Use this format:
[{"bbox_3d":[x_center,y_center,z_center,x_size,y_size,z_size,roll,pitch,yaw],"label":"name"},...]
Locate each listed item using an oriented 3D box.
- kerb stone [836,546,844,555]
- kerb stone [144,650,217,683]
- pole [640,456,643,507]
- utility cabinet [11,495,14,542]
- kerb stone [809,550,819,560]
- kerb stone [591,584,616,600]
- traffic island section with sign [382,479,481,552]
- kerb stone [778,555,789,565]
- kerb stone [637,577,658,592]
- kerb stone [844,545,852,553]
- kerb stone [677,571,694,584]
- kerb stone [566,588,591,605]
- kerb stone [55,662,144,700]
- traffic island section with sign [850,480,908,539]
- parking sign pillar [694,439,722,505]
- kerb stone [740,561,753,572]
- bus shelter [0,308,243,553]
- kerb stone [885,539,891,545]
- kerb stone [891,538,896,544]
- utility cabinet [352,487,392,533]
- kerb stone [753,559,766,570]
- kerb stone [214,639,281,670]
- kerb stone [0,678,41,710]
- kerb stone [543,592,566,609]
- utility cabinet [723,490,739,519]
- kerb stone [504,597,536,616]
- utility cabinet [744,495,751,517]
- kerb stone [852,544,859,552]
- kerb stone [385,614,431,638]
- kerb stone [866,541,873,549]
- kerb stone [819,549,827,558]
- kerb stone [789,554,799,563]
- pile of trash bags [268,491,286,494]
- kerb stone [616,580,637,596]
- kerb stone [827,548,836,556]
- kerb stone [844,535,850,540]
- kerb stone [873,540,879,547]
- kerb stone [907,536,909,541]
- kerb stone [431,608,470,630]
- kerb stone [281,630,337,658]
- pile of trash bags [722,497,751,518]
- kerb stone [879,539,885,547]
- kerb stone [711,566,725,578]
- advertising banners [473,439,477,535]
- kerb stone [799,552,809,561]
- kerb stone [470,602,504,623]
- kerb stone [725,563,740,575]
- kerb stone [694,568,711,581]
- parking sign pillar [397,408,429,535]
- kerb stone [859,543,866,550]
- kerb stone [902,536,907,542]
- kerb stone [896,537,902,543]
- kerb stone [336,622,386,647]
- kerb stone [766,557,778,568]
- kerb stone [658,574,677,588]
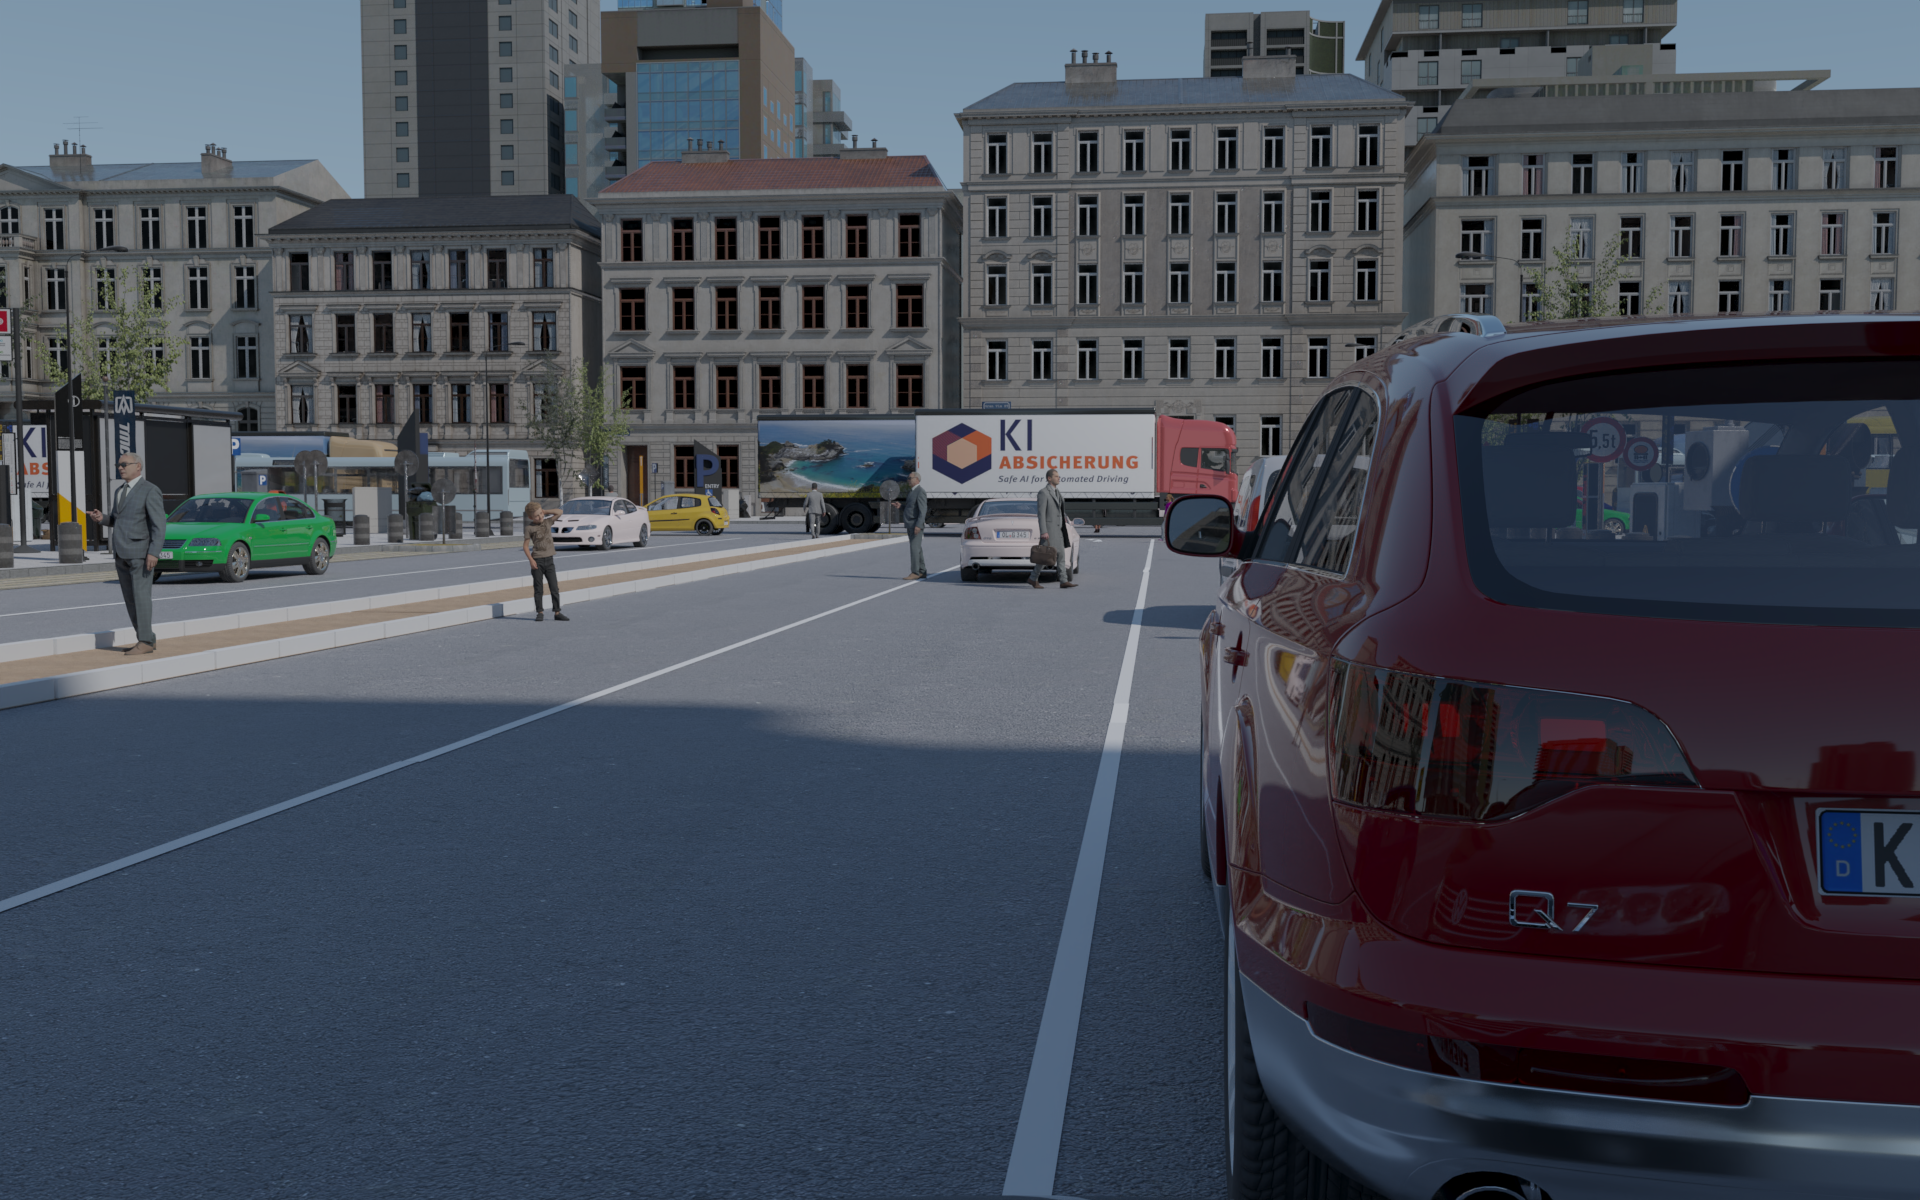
[{"bbox_3d":[-2.969,-1.160,41.158,0.120,0.150,1.000,0,4,7],"label":"kerb stone"},{"bbox_3d":[-6.177,0.530,13.590,0.120,0.150,1.000,0,4,7],"label":"kerb stone"},{"bbox_3d":[-17.011,-6.033,92.485,0.158,3.312,0.155,0,3,0],"label":"pole"},{"bbox_3d":[-25.200,-2.211,44.833,1.173,1.500,0.318,-2,4,-23],"label":"utility cabinet"},{"bbox_3d":[-3.319,-0.973,38.096,0.120,0.150,1.000,0,4,7],"label":"kerb stone"},{"bbox_3d":[-4.985,-0.098,23.804,0.120,0.150,1.000,0,4,7],"label":"kerb stone"},{"bbox_3d":[-13.201,-2.139,43.607,1.989,1.847,2.006,0,4,7],"label":"traffic island section with sign"},{"bbox_3d":[-3.679,-0.784,35.040,0.120,0.150,1.000,0,4,7],"label":"kerb stone"},{"bbox_3d":[-4.745,-0.223,25.841,0.120,0.150,1.000,0,4,7],"label":"kerb stone"},{"bbox_3d":[-2.848,-1.220,42.176,0.120,0.150,1.000,0,4,7],"label":"kerb stone"},{"bbox_3d":[-4.510,-0.347,27.879,0.120,0.150,1.000,0,4,7],"label":"kerb stone"},{"bbox_3d":[-5.108,-0.036,22.783,0.120,0.150,1.000,0,4,7],"label":"kerb stone"},{"bbox_3d":[-6.289,0.589,12.570,0.120,0.150,1.000,0,4,7],"label":"kerb stone"},{"bbox_3d":[-2.353,-2.893,55.444,2.006,1.907,1.989,0,4,7],"label":"traffic island section with sign"},{"bbox_3d":[-12.377,-5.909,85.076,1.447,3.967,1.447,-1,4,-18],"label":"parking sign pillar"},{"bbox_3d":[-4.039,-0.598,31.969,0.120,0.150,1.000,0,4,7],"label":"kerb stone"},{"bbox_3d":[-19.856,-3.813,39.975,2.179,5.291,8.768,0,4,7],"label":"bus shelter"},{"bbox_3d":[-2.141,-1.597,48.301,0.120,0.150,1.000,0,4,7],"label":"kerb stone"},{"bbox_3d":[-2.022,-1.659,49.320,0.120,0.150,1.000,0,4,7],"label":"kerb stone"},{"bbox_3d":[-19.012,-2.896,56.034,1.173,1.500,0.318,-2,4,-33],"label":"utility cabinet"},{"bbox_3d":[-3.916,-0.661,33.002,0.120,0.150,1.000,0,4,7],"label":"kerb stone"},{"bbox_3d":[-6.061,0.463,14.618,0.120,0.150,1.000,0,4,7],"label":"kerb stone"},{"bbox_3d":[-6.416,0.651,11.552,0.120,0.150,1.000,0,4,7],"label":"kerb stone"},{"bbox_3d":[-5.216,0.030,21.764,0.120,0.150,1.000,0,4,7],"label":"kerb stone"},{"bbox_3d":[-11.675,-4.869,88.283,0.318,1.500,1.173,1,4,19],"label":"utility cabinet"},{"bbox_3d":[-5.340,0.089,20.737,0.120,0.150,1.000,0,4,7],"label":"kerb stone"},{"bbox_3d":[-11.897,-5.244,96.906,0.306,1.237,1.020,0,4,1],"label":"utility cabinet"},{"bbox_3d":[-2.735,-1.284,43.196,0.120,0.150,1.000,0,4,7],"label":"kerb stone"},{"bbox_3d":[-5.695,0.276,17.677,0.120,0.150,1.000,0,4,7],"label":"kerb stone"},{"bbox_3d":[-2.493,-1.406,45.234,0.120,0.150,1.000,0,4,7],"label":"kerb stone"},{"bbox_3d":[-3.211,-1.033,39.121,0.120,0.150,1.000,0,4,7],"label":"kerb stone"},{"bbox_3d":[-3.563,-0.844,36.060,0.120,0.150,1.000,0,4,7],"label":"kerb stone"},{"bbox_3d":[-53.374,-7.699,135.629,1.912,1.369,3.447,1,4,18],"label":"pile of trash bags"},{"bbox_3d":[-4.869,-0.160,24.823,0.120,0.150,1.000,0,4,7],"label":"kerb stone"},{"bbox_3d":[-3.084,-1.097,40.139,0.120,0.150,1.000,0,4,7],"label":"kerb stone"},{"bbox_3d":[-3.625,-1.924,53.659,0.120,0.150,1.000,0,4,7],"label":"kerb stone"},{"bbox_3d":[-2.377,-1.472,46.263,0.120,0.150,1.000,0,4,7],"label":"kerb stone"},{"bbox_3d":[-1.665,-1.847,52.388,0.120,0.150,1.000,0,4,7],"label":"kerb stone"},{"bbox_3d":[-5.580,0.214,18.700,0.120,0.150,1.000,0,4,7],"label":"kerb stone"},{"bbox_3d":[-5.943,0.401,15.637,0.120,0.150,1.000,0,4,7],"label":"kerb stone"},{"bbox_3d":[-12.801,-5.115,93.387,1.912,1.369,3.447,-3,5,-39],"label":"pile of trash bags"},{"bbox_3d":[-2.261,-1.534,47.282,0.120,0.150,1.000,0,4,7],"label":"kerb stone"},{"bbox_3d":[-4.281,-0.472,29.917,0.120,0.150,1.000,0,4,7],"label":"kerb stone"},{"bbox_3d":[-15.171,-3.548,54.194,0.090,3.025,2.074,-1,4,-14],"label":"advertising banners"},{"bbox_3d":[-3.440,-0.903,37.078,0.120,0.150,1.000,0,4,7],"label":"kerb stone"},{"bbox_3d":[-5.464,0.151,19.719,0.120,0.150,1.000,0,4,7],"label":"kerb stone"},{"bbox_3d":[-4.160,-0.535,30.949,0.120,0.150,1.000,0,4,7],"label":"kerb stone"},{"bbox_3d":[-4.390,-0.409,28.898,0.120,0.150,1.000,0,4,7],"label":"kerb stone"},{"bbox_3d":[-17.415,-4.077,55.138,1.447,3.967,1.447,-3,5,-43],"label":"parking sign pillar"},{"bbox_3d":[-2.615,-1.347,44.214,0.120,0.150,1.000,0,4,7],"label":"kerb stone"},{"bbox_3d":[-1.787,-1.778,51.370,0.120,0.150,1.000,0,4,7],"label":"kerb stone"},{"bbox_3d":[-1.906,-1.721,50.339,0.120,0.150,1.000,0,4,7],"label":"kerb stone"},{"bbox_3d":[-5.823,0.339,16.656,0.120,0.150,1.000,0,4,7],"label":"kerb stone"},{"bbox_3d":[-3.797,-0.723,34.021,0.120,0.150,1.000,0,4,7],"label":"kerb stone"},{"bbox_3d":[-4.633,-0.281,26.861,0.120,0.150,1.000,0,4,7],"label":"kerb stone"}]
